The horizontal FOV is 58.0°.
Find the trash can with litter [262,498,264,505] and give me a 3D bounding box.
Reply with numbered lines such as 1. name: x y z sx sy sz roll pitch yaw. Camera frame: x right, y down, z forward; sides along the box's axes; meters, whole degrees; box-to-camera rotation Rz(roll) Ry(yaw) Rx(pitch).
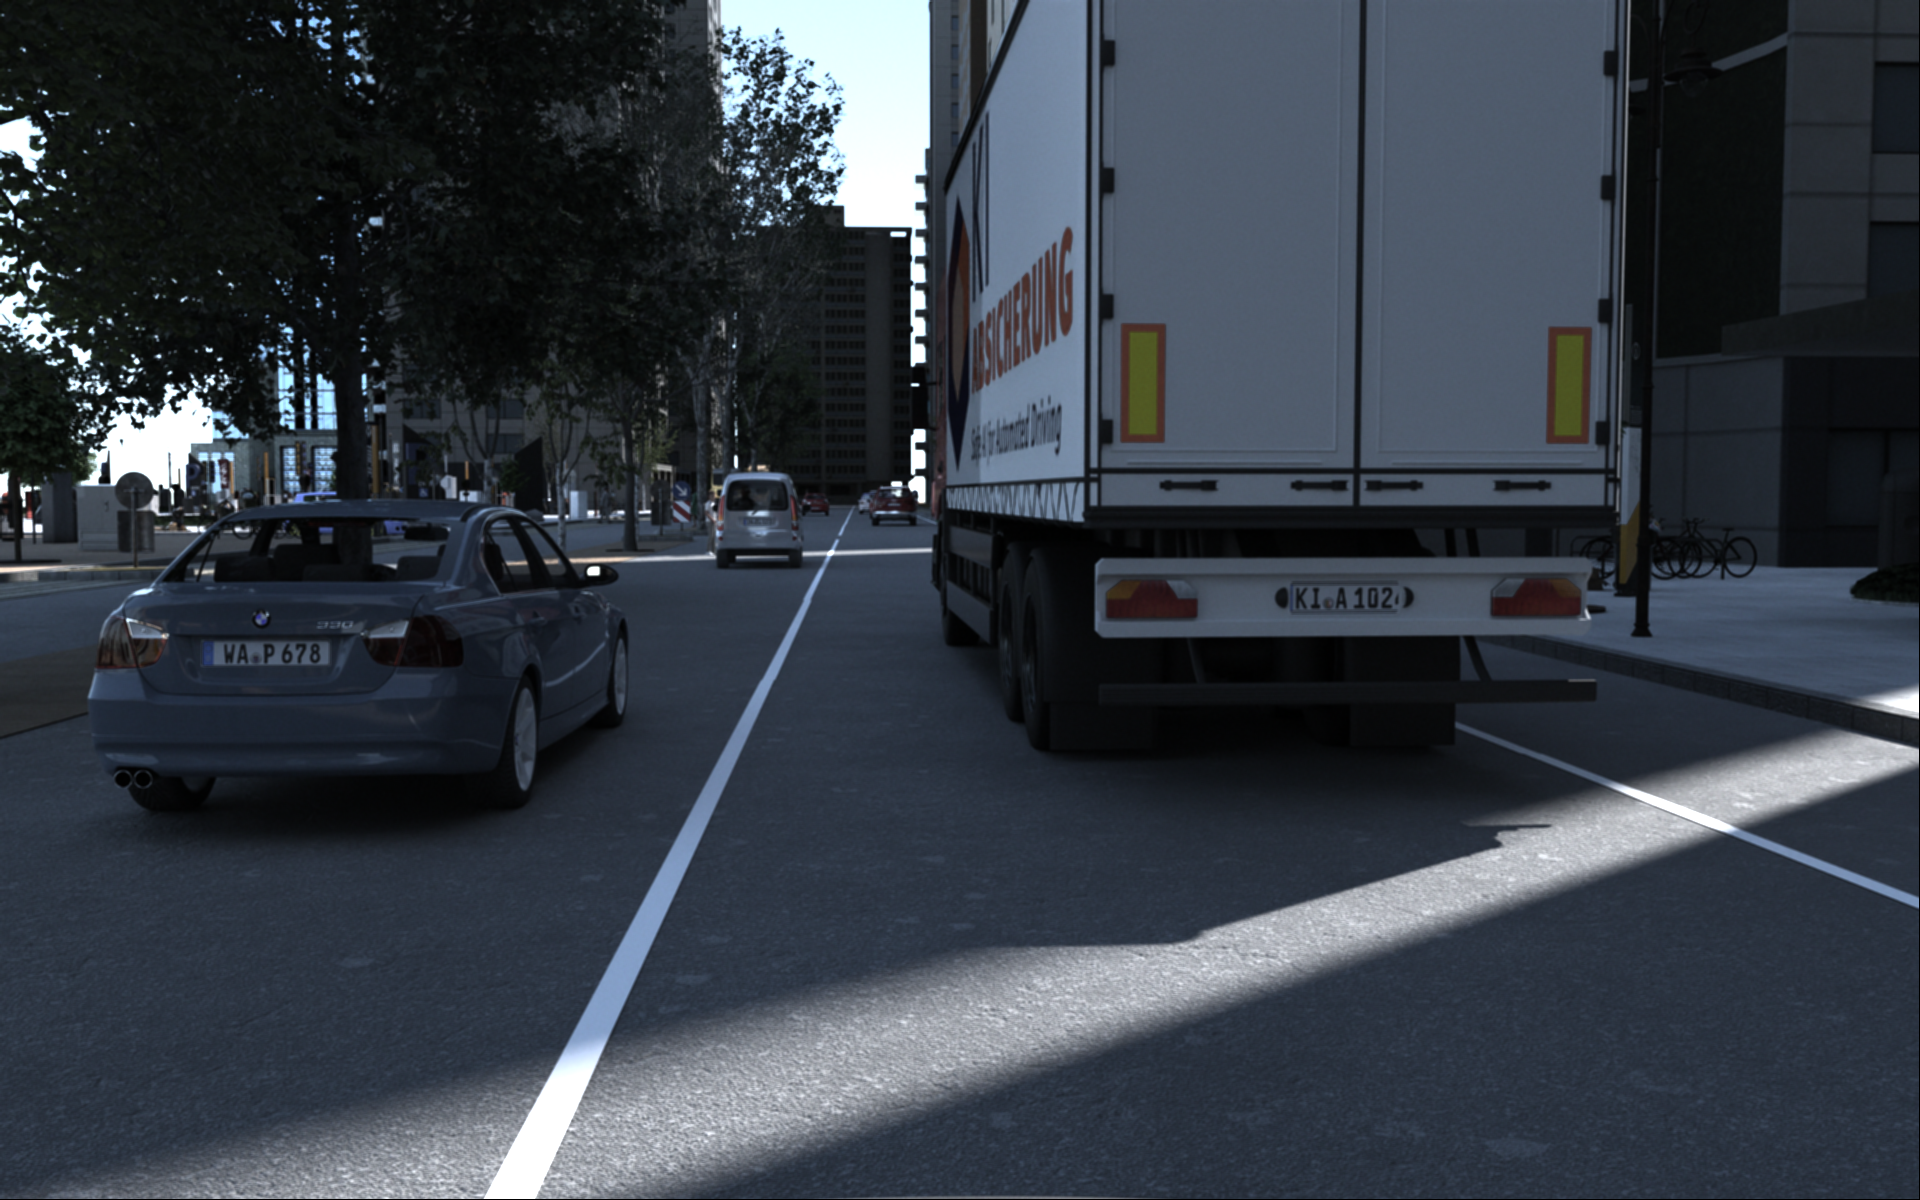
1. trash can with litter: -51.877 -7.195 129.018 1.055 1.170 0.624 1 4 10

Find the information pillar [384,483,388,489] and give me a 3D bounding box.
1. information pillar: -38.095 -6.755 114.941 0.304 2.012 0.304 -1 4 -9

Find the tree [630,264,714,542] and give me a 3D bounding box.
1. tree: -9.541 -6.001 50.937 4.360 8.622 3.978 0 3 0

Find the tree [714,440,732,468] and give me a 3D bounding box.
1. tree: -26.472 -14.465 186.868 4.360 8.622 3.978 0 3 0

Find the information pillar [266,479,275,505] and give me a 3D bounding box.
1. information pillar: -32.920 -4.784 82.718 0.304 2.012 0.304 -3 5 -44

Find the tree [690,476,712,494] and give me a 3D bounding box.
1. tree: -24.466 -10.214 161.606 1.663 3.219 1.824 0 3 0

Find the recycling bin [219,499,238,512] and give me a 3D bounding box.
1. recycling bin: -34.846 -4.278 82.502 0.722 1.027 0.722 -1 4 -12

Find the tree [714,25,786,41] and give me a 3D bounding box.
1. tree: -11.087 -12.713 66.203 12.611 20.169 13.585 0 3 0

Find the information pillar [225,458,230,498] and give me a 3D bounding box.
1. information pillar: -47.593 -7.427 112.794 0.504 3.616 0.183 1 4 14

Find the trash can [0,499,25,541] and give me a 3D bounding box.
1. trash can: -25.782 -2.164 47.027 0.748 1.137 0.748 0 3 0

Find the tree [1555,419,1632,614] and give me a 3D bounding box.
1. tree: 6.677 -1.493 19.008 1.663 3.219 1.824 0 3 0

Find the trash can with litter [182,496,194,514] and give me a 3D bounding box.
1. trash can with litter: -37.180 -4.481 84.315 2.233 1.210 1.678 -1 4 -17

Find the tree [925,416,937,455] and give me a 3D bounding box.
1. tree: -0.715 -11.664 141.076 4.737 8.622 4.395 0 3 0

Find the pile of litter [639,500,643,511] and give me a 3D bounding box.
1. pile of litter: -24.371 -7.111 130.226 1.176 0.858 1.719 -1 4 -13

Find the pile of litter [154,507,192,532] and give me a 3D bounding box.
1. pile of litter: -27.079 -2.785 59.492 1.176 0.858 1.719 -2 4 -32

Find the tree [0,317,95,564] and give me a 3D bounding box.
1. tree: -17.548 -2.973 32.317 4.285 4.588 4.351 0 3 0

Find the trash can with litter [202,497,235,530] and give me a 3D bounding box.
1. trash can with litter: -25.474 -2.941 59.478 1.055 1.170 0.624 0 4 1

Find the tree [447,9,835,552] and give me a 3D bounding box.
1. tree: -8.174 -7.936 42.584 12.009 13.543 11.850 0 3 0

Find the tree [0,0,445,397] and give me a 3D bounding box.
1. tree: -7.122 -5.584 11.890 7.486 12.596 7.792 0 3 0

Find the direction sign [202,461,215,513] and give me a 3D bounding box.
1. direction sign: -51.405 -7.740 118.542 0.379 3.537 0.876 3 5 41

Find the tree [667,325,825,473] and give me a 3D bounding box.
1. tree: -11.150 -9.351 89.766 8.767 10.594 7.601 0 4 -3

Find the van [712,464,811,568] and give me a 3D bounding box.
1. van: -4.009 -1.705 34.886 2.013 2.044 4.112 0 4 -5

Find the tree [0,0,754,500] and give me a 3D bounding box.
1. tree: -7.510 -6.220 21.163 9.611 12.733 9.660 0 3 0

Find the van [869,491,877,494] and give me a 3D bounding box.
1. van: -10.269 -12.365 209.184 2.013 2.044 4.112 0 4 -2

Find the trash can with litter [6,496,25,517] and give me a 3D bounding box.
1. trash can with litter: -52.095 -5.164 95.497 1.678 1.210 2.233 0 4 -7

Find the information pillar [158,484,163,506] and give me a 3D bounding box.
1. information pillar: -58.146 -7.433 126.020 0.304 2.012 0.304 -3 5 -43

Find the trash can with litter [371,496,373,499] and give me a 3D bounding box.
1. trash can with litter: -40.608 -6.555 118.557 0.624 1.170 1.055 2 4 28

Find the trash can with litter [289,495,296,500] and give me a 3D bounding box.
1. trash can with litter: -38.654 -5.415 99.593 2.233 1.210 1.678 0 4 -4

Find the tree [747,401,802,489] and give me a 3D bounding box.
1. tree: -13.253 -10.452 123.704 4.737 8.622 4.395 0 3 0

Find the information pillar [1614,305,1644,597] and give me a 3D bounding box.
1. information pillar: 8.429 -1.855 21.685 0.183 3.616 0.504 3 5 45

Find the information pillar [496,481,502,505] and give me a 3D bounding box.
1. information pillar: -24.725 -5.410 92.948 0.304 2.012 0.304 -1 4 -13

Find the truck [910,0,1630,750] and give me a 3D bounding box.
1. truck: 1.273 -1.477 13.058 2.839 4.237 11.283 0 4 -5

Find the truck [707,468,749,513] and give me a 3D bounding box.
1. truck: -17.164 -8.257 130.933 3.469 3.379 9.791 0 4 -2

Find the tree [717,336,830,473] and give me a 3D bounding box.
1. tree: -12.107 -11.209 111.476 9.928 11.665 9.643 0 3 0

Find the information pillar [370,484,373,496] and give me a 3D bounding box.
1. information pillar: -43.004 -7.481 126.803 0.304 2.012 0.304 0 4 -6

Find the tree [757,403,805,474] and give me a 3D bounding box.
1. tree: -12.604 -10.151 118.781 4.360 8.622 3.978 0 3 0

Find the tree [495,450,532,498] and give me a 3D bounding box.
1. tree: -19.842 -5.031 76.857 1.663 3.219 1.824 0 3 0

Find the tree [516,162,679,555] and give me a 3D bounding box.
1. tree: -7.928 -4.982 34.276 4.737 8.622 4.395 0 3 0

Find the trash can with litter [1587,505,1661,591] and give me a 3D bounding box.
1. trash can with litter: 8.697 -0.709 22.987 1.055 1.170 0.624 1 4 10

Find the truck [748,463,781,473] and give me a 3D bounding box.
1. truck: -17.957 -10.365 158.377 2.839 4.237 11.283 0 4 -2

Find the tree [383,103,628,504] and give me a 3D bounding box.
1. tree: -7.974 -4.666 29.114 4.360 8.622 3.978 0 3 0

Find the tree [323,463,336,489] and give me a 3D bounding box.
1. tree: -32.835 -5.921 91.404 1.663 3.219 1.824 0 3 0

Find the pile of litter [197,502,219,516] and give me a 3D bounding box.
1. pile of litter: -31.688 -3.611 73.004 1.719 0.858 1.176 2 4 33

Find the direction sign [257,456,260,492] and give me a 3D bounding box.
1. direction sign: -42.252 -6.874 104.386 0.379 3.537 0.876 -1 4 -14

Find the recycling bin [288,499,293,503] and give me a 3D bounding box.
1. recycling bin: -37.517 -5.108 96.066 0.722 1.027 0.722 2 4 31

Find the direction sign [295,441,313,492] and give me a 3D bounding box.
1. direction sign: -28.106 -5.010 73.903 0.379 3.537 0.876 0 4 7
